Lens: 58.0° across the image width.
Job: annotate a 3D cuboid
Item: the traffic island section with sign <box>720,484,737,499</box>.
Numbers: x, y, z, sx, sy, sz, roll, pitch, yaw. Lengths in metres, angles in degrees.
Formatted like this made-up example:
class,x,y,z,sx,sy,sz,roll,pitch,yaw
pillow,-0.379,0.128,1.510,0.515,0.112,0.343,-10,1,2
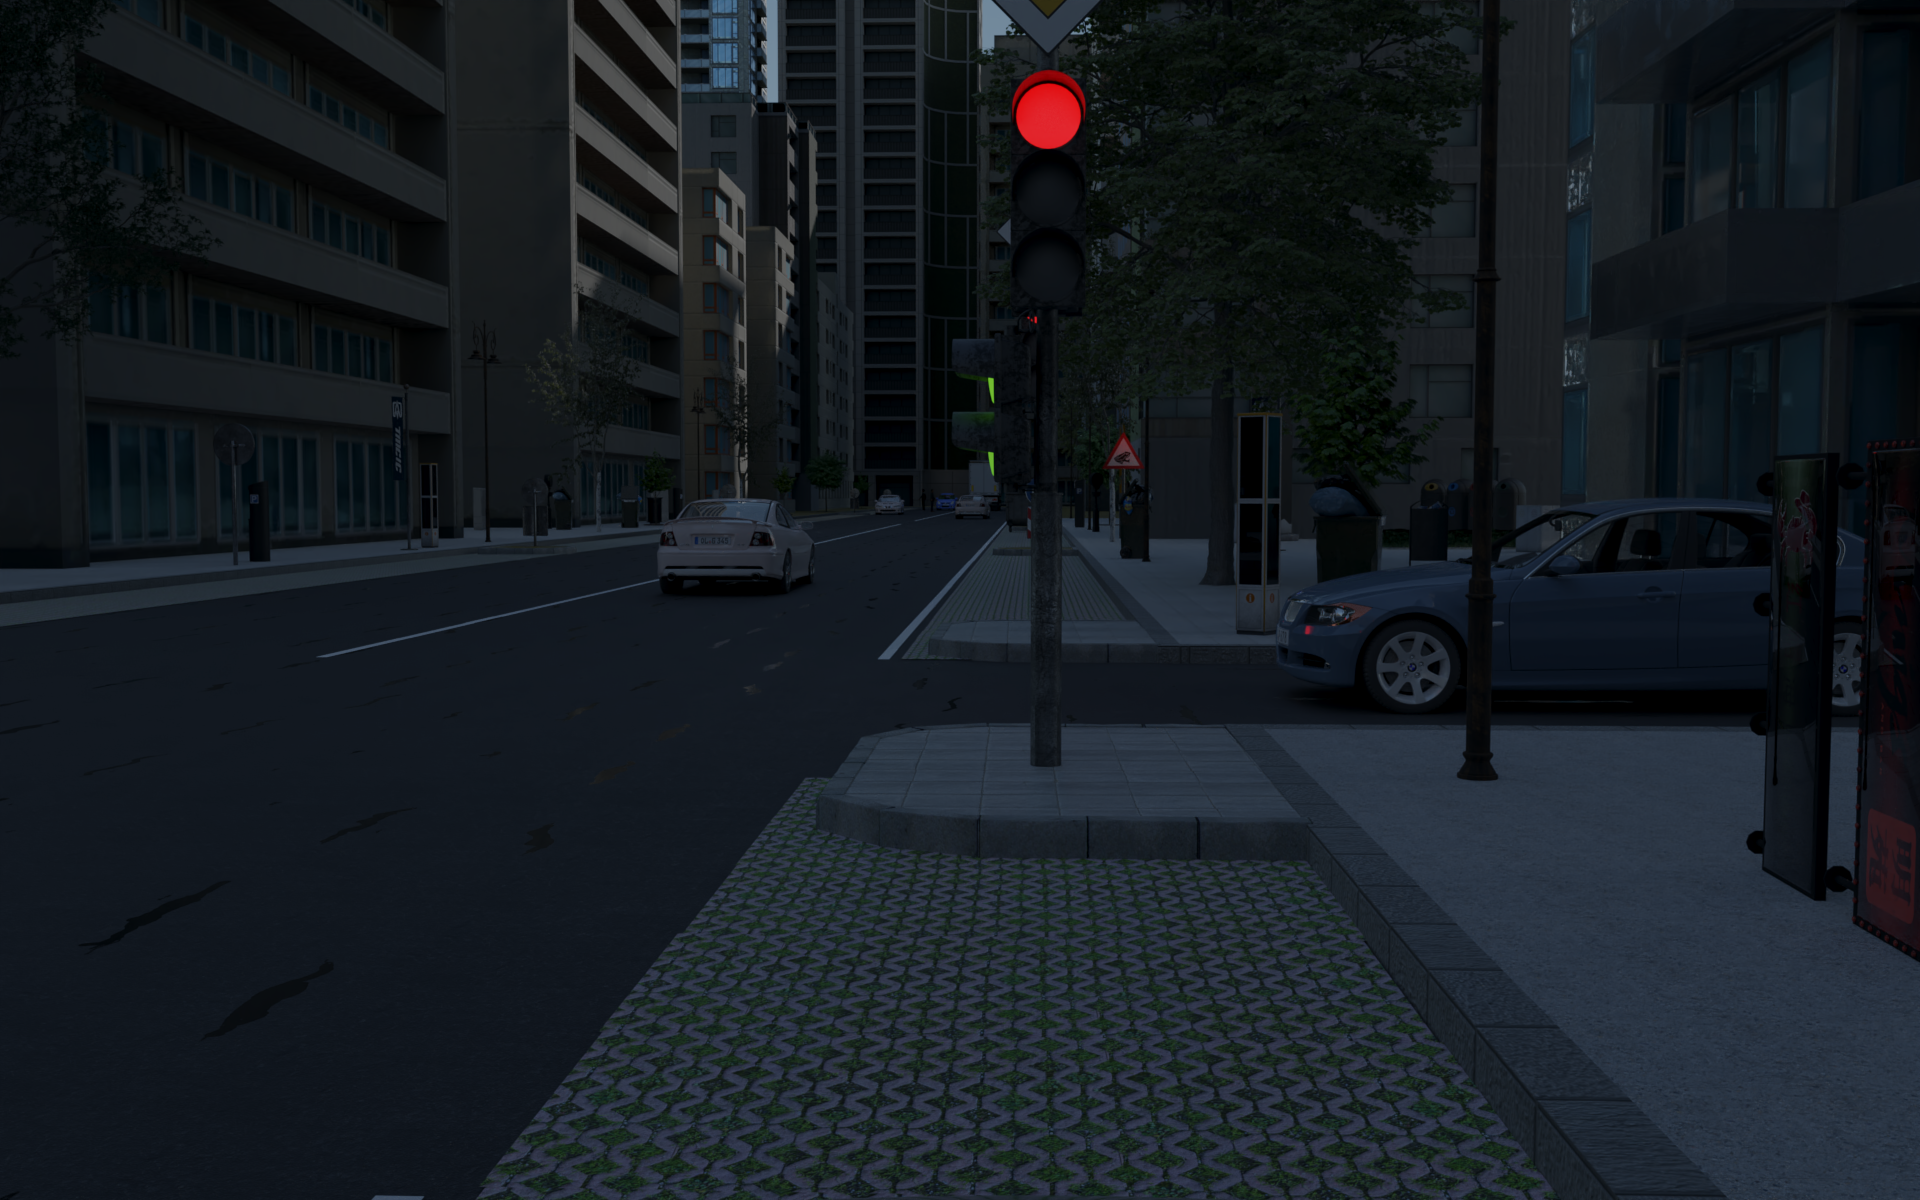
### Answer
class,x,y,z,sx,sy,sz,roll,pitch,yaw
traffic island section with sign,-9.233,-3.686,68.888,1.989,1.847,2.006,0,4,2

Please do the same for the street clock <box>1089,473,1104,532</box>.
class,x,y,z,sx,sy,sz,roll,pitch,yaw
street clock,4.600,-3.301,58.549,0.471,2.002,0.358,-2,4,-25

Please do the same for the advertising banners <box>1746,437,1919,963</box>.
class,x,y,z,sx,sy,sz,roll,pitch,yaw
advertising banners,2.667,-0.531,4.870,0.090,3.025,2.074,0,4,5

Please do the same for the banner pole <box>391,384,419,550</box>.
class,x,y,z,sx,sy,sz,roll,pitch,yaw
banner pole,-12.653,-3.014,39.295,0.401,3.779,0.863,1,4,13

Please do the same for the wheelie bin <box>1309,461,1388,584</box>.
class,x,y,z,sx,sy,sz,roll,pitch,yaw
wheelie bin,3.709,-0.530,16.571,0.693,1.594,0.980,1,4,18

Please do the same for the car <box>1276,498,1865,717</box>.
class,x,y,z,sx,sy,sz,roll,pitch,yaw
car,4.464,0.001,11.983,4.499,1.417,2.014,0,4,2

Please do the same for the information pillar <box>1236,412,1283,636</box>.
class,x,y,z,sx,sy,sz,roll,pitch,yaw
information pillar,2.729,-0.693,15.818,0.304,2.012,0.304,3,4,38

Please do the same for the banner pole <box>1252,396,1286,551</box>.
class,x,y,z,sx,sy,sz,roll,pitch,yaw
banner pole,6.956,-3.002,39.093,0.863,3.779,0.401,2,4,24

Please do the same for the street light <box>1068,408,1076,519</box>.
class,x,y,z,sx,sy,sz,roll,pitch,yaw
street light,5.827,-7.213,90.721,0.468,5.910,1.993,0,4,2

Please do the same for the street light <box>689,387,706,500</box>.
class,x,y,z,sx,sy,sz,roll,pitch,yaw
street light,-11.312,-6.248,74.945,0.468,5.910,1.993,0,4,2

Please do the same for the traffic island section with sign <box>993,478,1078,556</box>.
class,x,y,z,sx,sy,sz,roll,pitch,yaw
traffic island section with sign,1.772,-1.965,40.762,1.989,1.847,2.006,0,4,2

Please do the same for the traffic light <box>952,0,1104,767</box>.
class,x,y,z,sx,sy,sz,roll,pitch,yaw
traffic light,0.388,-1.173,8.094,0.839,4.253,0.868,0,4,2

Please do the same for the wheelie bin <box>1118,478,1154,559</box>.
class,x,y,z,sx,sy,sz,roll,pitch,yaw
wheelie bin,3.513,-1.631,34.579,0.693,1.594,0.980,1,4,9

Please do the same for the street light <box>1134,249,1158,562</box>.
class,x,y,z,sx,sy,sz,roll,pitch,yaw
street light,3.531,-3.662,32.658,0.468,5.910,1.993,0,4,2

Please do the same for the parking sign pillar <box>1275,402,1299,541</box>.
class,x,y,z,sx,sy,sz,roll,pitch,yaw
parking sign pillar,8.587,-3.612,47.535,1.447,3.967,1.447,3,5,44

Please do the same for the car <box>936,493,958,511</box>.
class,x,y,z,sx,sy,sz,roll,pitch,yaw
car,-1.127,-8.716,152.094,1.945,1.707,3.694,0,4,4

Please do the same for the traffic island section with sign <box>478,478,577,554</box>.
class,x,y,z,sx,sy,sz,roll,pitch,yaw
traffic island section with sign,-10.353,-2.026,41.750,1.989,1.847,2.006,0,4,2

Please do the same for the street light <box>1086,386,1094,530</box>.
class,x,y,z,sx,sy,sz,roll,pitch,yaw
street light,4.638,-5.446,61.836,0.468,5.910,1.993,0,4,2

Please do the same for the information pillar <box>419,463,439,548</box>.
class,x,y,z,sx,sy,sz,roll,pitch,yaw
information pillar,-12.675,-2.255,41.355,0.304,2.012,0.304,1,4,12

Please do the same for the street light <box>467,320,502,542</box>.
class,x,y,z,sx,sy,sz,roll,pitch,yaw
street light,-12.603,-4.483,46.078,0.468,5.910,1.993,0,4,2

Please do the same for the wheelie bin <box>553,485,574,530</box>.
class,x,y,z,sx,sy,sz,roll,pitch,yaw
wheelie bin,-14.231,-3.316,62.128,0.693,1.594,0.980,0,4,-7

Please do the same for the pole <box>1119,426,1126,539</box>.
class,x,y,z,sx,sy,sz,roll,pitch,yaw
pole,4.692,-3.431,49.932,0.158,3.312,0.155,0,3,0

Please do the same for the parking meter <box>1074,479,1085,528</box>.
class,x,y,z,sx,sy,sz,roll,pitch,yaw
parking meter,4.583,-3.719,66.509,0.399,1.863,0.255,1,4,14

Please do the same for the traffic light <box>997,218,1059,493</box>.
class,x,y,z,sx,sy,sz,roll,pitch,yaw
traffic light,0.719,-1.661,16.072,0.839,4.253,0.868,0,4,2

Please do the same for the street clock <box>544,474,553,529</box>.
class,x,y,z,sx,sy,sz,roll,pitch,yaw
street clock,-15.139,-3.619,63.736,0.358,2.002,0.471,0,4,-1

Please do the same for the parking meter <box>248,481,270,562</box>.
class,x,y,z,sx,sy,sz,roll,pitch,yaw
parking meter,-13.313,-1.497,32.892,0.372,1.533,0.369,0,3,0

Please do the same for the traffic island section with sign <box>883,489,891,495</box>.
class,x,y,z,sx,sy,sz,roll,pitch,yaw
traffic island section with sign,-6.062,-8.363,145.368,1.989,1.847,2.006,0,4,2

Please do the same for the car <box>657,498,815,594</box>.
class,x,y,z,sx,sy,sz,roll,pitch,yaw
car,-3.334,-0.854,26.325,2.083,1.381,4.827,0,4,2

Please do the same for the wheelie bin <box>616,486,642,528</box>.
class,x,y,z,sx,sy,sz,roll,pitch,yaw
wheelie bin,-12.540,-3.536,65.718,0.980,1.594,0.693,0,4,-5

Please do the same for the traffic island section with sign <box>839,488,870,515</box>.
class,x,y,z,sx,sy,sz,roll,pitch,yaw
traffic island section with sign,-7.173,-6.712,118.363,1.989,1.847,2.006,0,4,2

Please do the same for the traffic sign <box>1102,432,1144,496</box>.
class,x,y,z,sx,sy,sz,roll,pitch,yaw
traffic sign,3.455,-2.242,36.657,0.884,2.594,0.081,0,4,7

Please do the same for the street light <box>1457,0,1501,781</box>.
class,x,y,z,sx,sy,sz,roll,pitch,yaw
street light,2.339,-2.132,7.649,0.468,5.910,1.993,0,4,2

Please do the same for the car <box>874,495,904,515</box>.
class,x,y,z,sx,sy,sz,roll,pitch,yaw
car,-4.900,-6.634,120.833,2.083,1.381,4.827,0,4,1

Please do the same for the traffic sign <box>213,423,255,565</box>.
class,x,y,z,sx,sy,sz,roll,pitch,yaw
traffic sign,-13.032,-1.895,31.088,0.768,2.556,0.104,0,4,4

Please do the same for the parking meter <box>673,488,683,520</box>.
class,x,y,z,sx,sy,sz,roll,pitch,yaw
parking meter,-11.217,-3.696,68.839,0.372,1.533,0.369,0,3,0

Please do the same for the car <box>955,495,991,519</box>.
class,x,y,z,sx,sy,sz,roll,pitch,yaw
car,0.744,-5.370,100.168,2.083,1.381,4.827,0,4,4

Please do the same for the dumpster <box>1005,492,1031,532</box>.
class,x,y,z,sx,sy,sz,roll,pitch,yaw
dumpster,2.599,-3.462,64.824,1.865,1.857,1.264,0,4,3

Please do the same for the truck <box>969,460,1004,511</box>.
class,x,y,z,sx,sy,sz,roll,pitch,yaw
truck,2.264,-9.815,149.389,2.839,4.237,11.283,0,4,3
